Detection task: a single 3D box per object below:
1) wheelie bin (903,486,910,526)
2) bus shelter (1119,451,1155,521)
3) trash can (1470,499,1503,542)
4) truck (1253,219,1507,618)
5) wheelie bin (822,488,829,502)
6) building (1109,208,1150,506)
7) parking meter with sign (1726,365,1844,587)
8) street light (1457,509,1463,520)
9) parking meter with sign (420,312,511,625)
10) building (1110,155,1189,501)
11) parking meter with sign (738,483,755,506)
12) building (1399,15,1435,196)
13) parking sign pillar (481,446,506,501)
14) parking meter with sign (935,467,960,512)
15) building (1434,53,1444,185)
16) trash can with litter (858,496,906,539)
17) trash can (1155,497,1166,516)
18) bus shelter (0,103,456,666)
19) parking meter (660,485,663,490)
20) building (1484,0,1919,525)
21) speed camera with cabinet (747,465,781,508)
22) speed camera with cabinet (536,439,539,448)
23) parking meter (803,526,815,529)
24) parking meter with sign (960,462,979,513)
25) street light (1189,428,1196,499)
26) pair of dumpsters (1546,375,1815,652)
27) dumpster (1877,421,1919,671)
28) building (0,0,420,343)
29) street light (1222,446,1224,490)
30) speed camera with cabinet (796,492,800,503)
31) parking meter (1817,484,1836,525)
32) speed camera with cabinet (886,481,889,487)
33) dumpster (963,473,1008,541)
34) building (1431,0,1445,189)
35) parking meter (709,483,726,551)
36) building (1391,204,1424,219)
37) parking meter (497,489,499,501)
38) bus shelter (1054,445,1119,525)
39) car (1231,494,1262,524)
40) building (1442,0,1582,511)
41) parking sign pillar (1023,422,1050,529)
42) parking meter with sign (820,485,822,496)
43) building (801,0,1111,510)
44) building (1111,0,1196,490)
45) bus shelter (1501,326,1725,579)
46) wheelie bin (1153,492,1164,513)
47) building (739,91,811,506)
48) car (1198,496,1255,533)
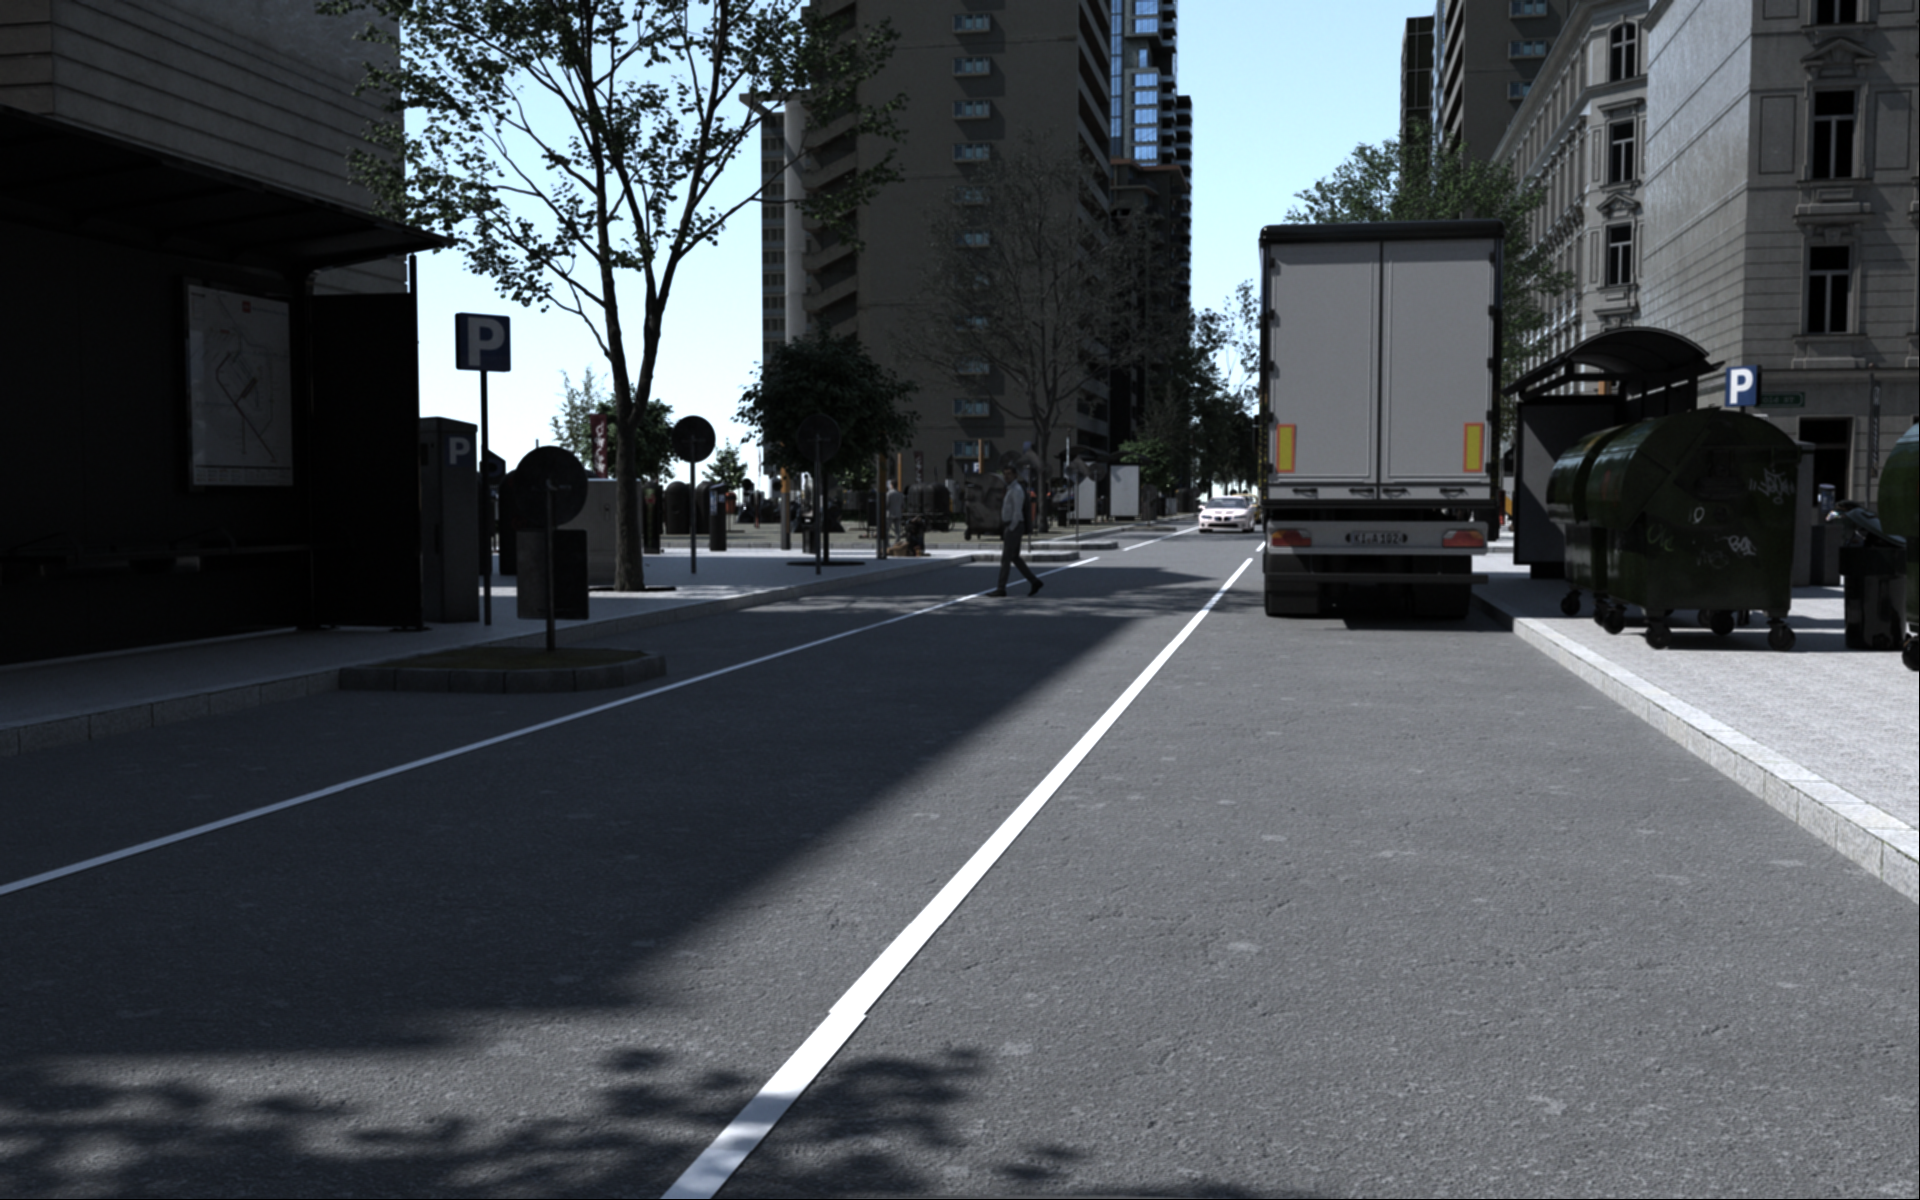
[{"bbox_3d":[-1.867,-3.717,68.686,0.980,1.594,0.693,-2,4,-34],"label":"wheelie bin"},{"bbox_3d":[8.150,-5.481,83.530,2.014,3.302,5.546,1,4,11],"label":"bus shelter"},{"bbox_3d":[14.323,-2.161,46.992,0.748,1.137,0.748,0,3,0],"label":"trash can"},{"bbox_3d":[5.327,-2.107,23.371,2.839,4.237,11.283,1,4,10],"label":"truck"},{"bbox_3d":[-7.090,-4.974,89.227,0.693,1.594,0.980,-1,4,-15],"label":"wheelie bin"},{"bbox_3d":[11.466,-24.669,175.032,14.160,30.474,14.107,1,4,11],"label":"building"},{"bbox_3d":[11.430,-1.694,23.957,1.738,3.016,0.543,-1,4,-22],"label":"parking meter with sign"},{"bbox_3d":[10.303,-3.839,35.549,0.468,5.910,1.993,1,4,11],"label":"street light"},{"bbox_3d":[-5.188,-1.297,17.467,0.543,3.016,1.738,-3,5,-43],"label":"parking meter with sign"},{"bbox_3d":[18.179,-34.986,226.646,22.147,44.769,28.867,1,4,11],"label":"building"},{"bbox_3d":[-13.275,-6.889,108.904,0.543,3.016,1.738,3,5,41],"label":"parking meter with sign"},{"bbox_3d":[74.097,-50.173,258.578,20.563,71.187,20.611,1,4,11],"label":"building"},{"bbox_3d":[-25.359,-6.467,94.215,1.447,3.967,1.447,-1,4,-14],"label":"parking sign pillar"},{"bbox_3d":[-0.448,-6.341,99.929,1.738,3.016,0.543,2,4,24],"label":"parking meter with sign"},{"bbox_3d":[56.975,-33.330,164.555,23.786,49.044,30.456,1,4,11],"label":"building"},{"bbox_3d":[-2.099,-2.405,50.372,2.233,1.210,1.678,-3,5,-41],"label":"trash can with litter"},{"bbox_3d":[11.587,-5.403,99.986,0.748,1.137,0.748,0,3,0],"label":"trash can"},{"bbox_3d":[-6.095,-1.343,13.236,1.731,3.624,6.357,1,4,11],"label":"bus shelter"},{"bbox_3d":[-18.738,-6.263,108.114,0.399,1.863,0.255,2,4,34],"label":"parking meter"},{"bbox_3d":[38.810,-19.330,92.463,17.030,29.872,44.131,1,4,11],"label":"building"},{"bbox_3d":[-11.143,-6.376,98.588,2.038,3.252,0.660,-1,4,-20],"label":"speed camera with cabinet"},{"bbox_3d":[-14.432,-4.150,62.189,2.038,3.252,0.660,0,4,-2],"label":"speed camera with cabinet"},{"bbox_3d":[-4.510,-2.643,51.620,0.372,1.533,0.369,0,3,0],"label":"parking meter"},{"bbox_3d":[0.683,-5.997,94.310,0.543,3.016,1.738,1,4,20],"label":"parking meter with sign"},{"bbox_3d":[16.343,-9.098,121.538,0.468,5.910,1.993,1,4,11],"label":"street light"},{"bbox_3d":[6.568,-0.834,16.128,1.574,2.255,4.437,1,4,11],"label":"pair of dumpsters"},{"bbox_3d":[7.279,-0.560,11.645,1.502,2.255,1.985,1,4,11],"label":"dumpster"},{"bbox_3d":[-19.832,-11.003,29.053,18.267,20.994,9.793,1,4,11],"label":"building"},{"bbox_3d":[25.060,-11.750,164.907,0.468,5.910,1.993,1,4,11],"label":"street light"},{"bbox_3d":[-10.344,-7.537,117.559,0.660,3.252,2.038,2,4,26],"label":"speed camera with cabinet"},{"bbox_3d":[21.143,-2.071,42.276,0.372,1.533,0.369,0,3,0],"label":"parking meter"},{"bbox_3d":[-4.725,-7.723,120.600,0.660,3.252,2.038,1,4,18],"label":"speed camera with cabinet"},{"bbox_3d":[0.830,-2.595,48.189,1.264,1.857,1.865,1,4,11],"label":"dumpster"},{"bbox_3d":[68.345,-55.369,217.947,22.319,86.520,31.000,1,4,11],"label":"building"},{"bbox_3d":[-5.450,-1.869,38.976,0.372,1.533,0.369,0,3,0],"label":"parking meter"},{"bbox_3d":[67.291,-34.213,242.978,14.154,41.232,14.086,1,4,11],"label":"building"},{"bbox_3d":[-18.677,-3.800,70.546,0.372,1.533,0.369,0,3,0],"label":"parking meter"},{"bbox_3d":[5.390,-4.905,74.118,2.014,3.302,5.546,1,4,11],"label":"bus shelter"},{"bbox_3d":[13.587,-4.456,83.072,2.015,1.641,3.980,1,4,12],"label":"car"},{"bbox_3d":[50.508,-31.539,139.368,21.300,48.544,21.600,1,4,11],"label":"building"},{"bbox_3d":[2.625,-4.619,63.995,1.447,3.967,1.447,0,4,8],"label":"parking sign pillar"},{"bbox_3d":[-6.662,-5.148,80.436,0.543,3.016,1.738,1,4,15],"label":"parking meter with sign"},{"bbox_3d":[-0.175,-31.211,134.000,21.300,48.544,21.600,1,4,11],"label":"building"},{"bbox_3d":[24.112,-57.614,254.665,22.319,86.520,31.000,1,4,11],"label":"building"},{"bbox_3d":[8.703,-1.820,23.674,2.014,3.302,5.546,1,4,11],"label":"bus shelter"},{"bbox_3d":[13.244,-6.582,115.517,0.980,1.594,0.693,2,4,30],"label":"wheelie bin"},{"bbox_3d":[-1.132,-28.500,157.862,32.217,40.220,23.993,1,4,11],"label":"building"},{"bbox_3d":[10.019,-3.211,64.857,2.083,1.381,4.827,1,4,13],"label":"car"}]
